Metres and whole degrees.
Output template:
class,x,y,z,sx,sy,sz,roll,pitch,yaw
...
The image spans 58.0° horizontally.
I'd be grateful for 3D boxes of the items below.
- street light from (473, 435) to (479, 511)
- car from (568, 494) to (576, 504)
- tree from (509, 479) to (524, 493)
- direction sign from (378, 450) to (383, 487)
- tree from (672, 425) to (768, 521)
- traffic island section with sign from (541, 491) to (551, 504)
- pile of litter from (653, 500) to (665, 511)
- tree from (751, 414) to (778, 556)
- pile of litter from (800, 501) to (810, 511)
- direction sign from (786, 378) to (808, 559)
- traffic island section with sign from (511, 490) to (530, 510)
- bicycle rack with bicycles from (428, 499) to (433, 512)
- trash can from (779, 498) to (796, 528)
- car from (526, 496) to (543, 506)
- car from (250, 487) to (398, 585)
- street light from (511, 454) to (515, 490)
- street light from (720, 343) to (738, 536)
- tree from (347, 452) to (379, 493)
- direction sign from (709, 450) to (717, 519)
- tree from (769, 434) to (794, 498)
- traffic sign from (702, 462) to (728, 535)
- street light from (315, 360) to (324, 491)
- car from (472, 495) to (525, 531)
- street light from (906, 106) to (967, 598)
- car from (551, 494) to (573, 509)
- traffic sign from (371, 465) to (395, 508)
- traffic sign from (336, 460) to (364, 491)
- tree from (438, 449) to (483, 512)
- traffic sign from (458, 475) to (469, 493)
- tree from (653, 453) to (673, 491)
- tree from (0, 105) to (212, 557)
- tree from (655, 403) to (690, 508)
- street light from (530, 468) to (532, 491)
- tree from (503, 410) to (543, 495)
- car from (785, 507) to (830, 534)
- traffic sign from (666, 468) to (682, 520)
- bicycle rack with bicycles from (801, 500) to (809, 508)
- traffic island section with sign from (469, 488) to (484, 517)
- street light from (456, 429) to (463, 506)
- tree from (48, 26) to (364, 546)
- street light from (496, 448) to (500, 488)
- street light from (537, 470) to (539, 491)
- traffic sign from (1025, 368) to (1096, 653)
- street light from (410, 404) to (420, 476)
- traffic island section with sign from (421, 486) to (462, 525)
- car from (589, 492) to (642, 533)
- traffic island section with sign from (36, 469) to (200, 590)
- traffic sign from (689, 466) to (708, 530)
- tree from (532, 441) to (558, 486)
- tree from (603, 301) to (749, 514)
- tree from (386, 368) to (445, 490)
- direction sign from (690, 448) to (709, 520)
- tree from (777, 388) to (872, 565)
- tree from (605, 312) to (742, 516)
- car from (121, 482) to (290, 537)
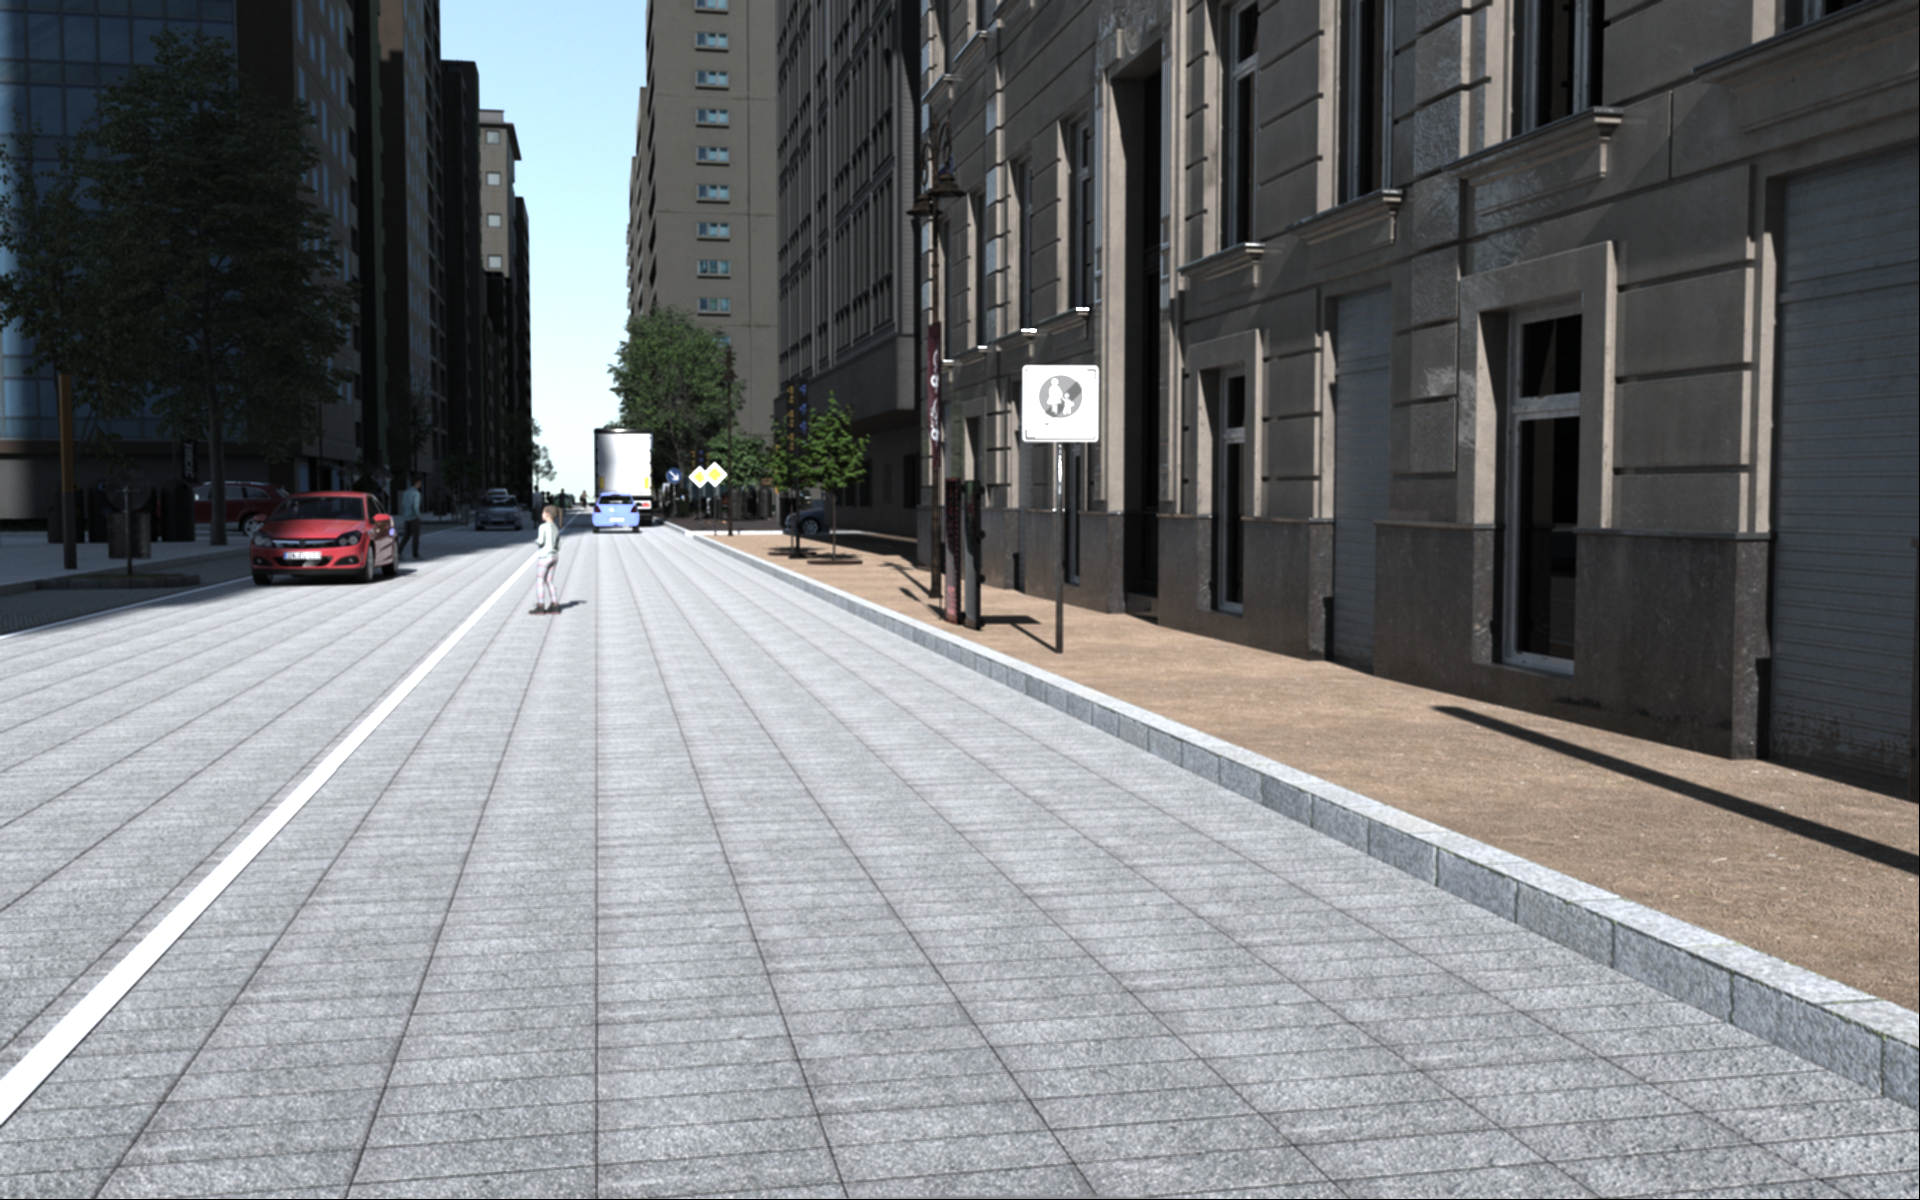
class,x,y,z,sx,sy,sz,roll,pitch,yaw
street light,-37.544,-9.880,134.325,0.468,5.910,1.993,-1,4,-12
car,-55.464,-14.388,245.463,2.015,1.641,3.980,-1,4,-12
tree,-51.405,-12.558,199.921,1.663,3.219,1.824,0,3,0
direction sign,-29.816,-5.943,89.168,0.379,3.537,0.876,0,4,-5
tree,-10.559,-6.041,82.482,4.285,4.588,4.351,0,3,0
traffic island section with sign,-62.671,-15.613,263.901,1.989,1.847,2.006,-1,4,-12
pile of litter,-23.310,-7.261,132.675,1.719,0.858,1.176,1,4,14
tree,-3.508,-2.553,36.337,1.663,3.219,1.824,0,3,0
pile of litter,-9.404,-5.664,106.571,1.719,0.858,1.176,2,4,30
direction sign,-3.226,-2.591,34.357,0.379,3.537,0.876,-2,4,-32
traffic island section with sign,-40.299,-9.087,157.197,1.989,1.847,2.006,-1,4,-12
bicycle rack with bicycles,-37.247,-6.667,122.392,2.925,0.926,2.852,-3,5,-42
trash can,-6.543,-3.322,65.966,0.748,1.137,0.748,0,3,0
car,-48.790,-11.422,198.754,2.014,1.417,4.499,-1,4,-10
car,-10.540,-1.213,28.878,2.155,1.783,4.494,-1,4,-10
street light,-50.606,-13.673,196.342,0.468,5.910,1.993,-1,4,-12
street light,-7.069,-4.915,53.141,0.468,5.910,1.993,-1,4,-12
tree,-26.936,-5.070,77.503,1.663,3.219,1.824,0,3,0
direction sign,-12.894,-5.981,89.783,0.876,3.537,0.379,3,4,37
tree,-12.183,-10.776,126.550,4.360,8.622,3.978,0,3,0
traffic sign,-7.595,-3.061,53.685,0.795,2.450,0.064,-1,4,-12
street light,-21.834,-5.283,59.159,0.468,5.910,1.993,-1,4,-12
car,-18.394,-3.495,69.150,2.014,1.417,4.499,-1,4,-13
street light,-0.300,-2.961,21.199,0.468,5.910,1.993,-1,4,-12
car,-38.773,-9.601,168.775,2.131,1.459,4.920,-1,4,-11
traffic sign,-19.755,-3.406,59.325,0.795,2.450,0.064,-1,4,-12
traffic sign,-18.116,-2.928,51.509,0.795,2.450,0.064,-1,4,-12
tree,-36.551,-8.751,126.796,4.285,4.588,4.351,0,3,0
traffic sign,-33.804,-7.210,117.988,0.768,2.556,0.104,-1,4,-10
tree,-20.881,-8.499,122.669,4.285,4.588,4.351,0,3,0
tree,-17.213,-5.100,33.747,4.737,8.622,4.395,0,3,0
tree,-23.323,-11.370,136.257,4.360,8.622,3.978,0,3,0
street light,-60.907,-16.707,245.953,0.468,5.910,1.993,-1,4,-12
tree,-53.932,-17.205,207.063,9.928,11.665,9.643,0,3,0
car,-3.751,-2.904,59.477,4.499,1.417,2.014,-1,4,-11
traffic sign,-13.890,-5.143,84.191,0.768,2.556,0.104,-1,4,-10
bicycle rack with bicycles,-9.353,-6.126,113.545,2.852,0.926,2.925,0,4,-3
traffic island section with sign,-30.030,-6.089,108.181,1.989,1.847,2.006,-1,4,-12
street light,-34.575,-9.001,119.959,0.468,5.910,1.993,-1,4,-12
tree,-18.995,-7.648,43.180,7.486,12.596,7.792,0,3,0
street light,-44.050,-11.779,165.374,0.468,5.910,1.993,-1,4,-12
street light,-67.301,-18.566,276.348,0.468,5.910,1.993,-1,4,-12
traffic sign,0.799,-0.719,13.891,0.606,2.300,0.079,0,4,-2
street light,-28.158,-7.143,89.569,0.468,5.910,1.993,-1,4,-12
traffic island section with sign,-24.429,-4.459,81.526,1.989,1.847,2.006,-1,4,-12
car,-12.802,-3.352,64.397,1.945,1.707,3.694,-1,4,-12
traffic island section with sign,-12.968,-1.114,26.849,1.989,1.847,2.006,-1,4,-12
traffic sign,-9.234,-3.539,61.501,0.795,2.450,0.064,-1,4,-12
tree,-70.578,-21.640,288.223,7.601,10.594,8.767,-1,4,-15
tree,-18.589,-12.640,113.325,9.857,13.997,8.962,0,3,0
tree,-32.102,-9.218,101.075,4.360,8.622,3.978,0,3,0
direction sign,-12.981,-5.722,85.559,0.876,3.537,0.379,3,4,36
tree,-2.448,-2.276,31.822,1.663,3.219,1.824,0,3,0
tree,-16.116,-10.640,99.714,9.928,11.665,9.643,0,3,0
car,-23.615,-2.811,54.628,5.304,1.827,2.281,-1,4,-10
